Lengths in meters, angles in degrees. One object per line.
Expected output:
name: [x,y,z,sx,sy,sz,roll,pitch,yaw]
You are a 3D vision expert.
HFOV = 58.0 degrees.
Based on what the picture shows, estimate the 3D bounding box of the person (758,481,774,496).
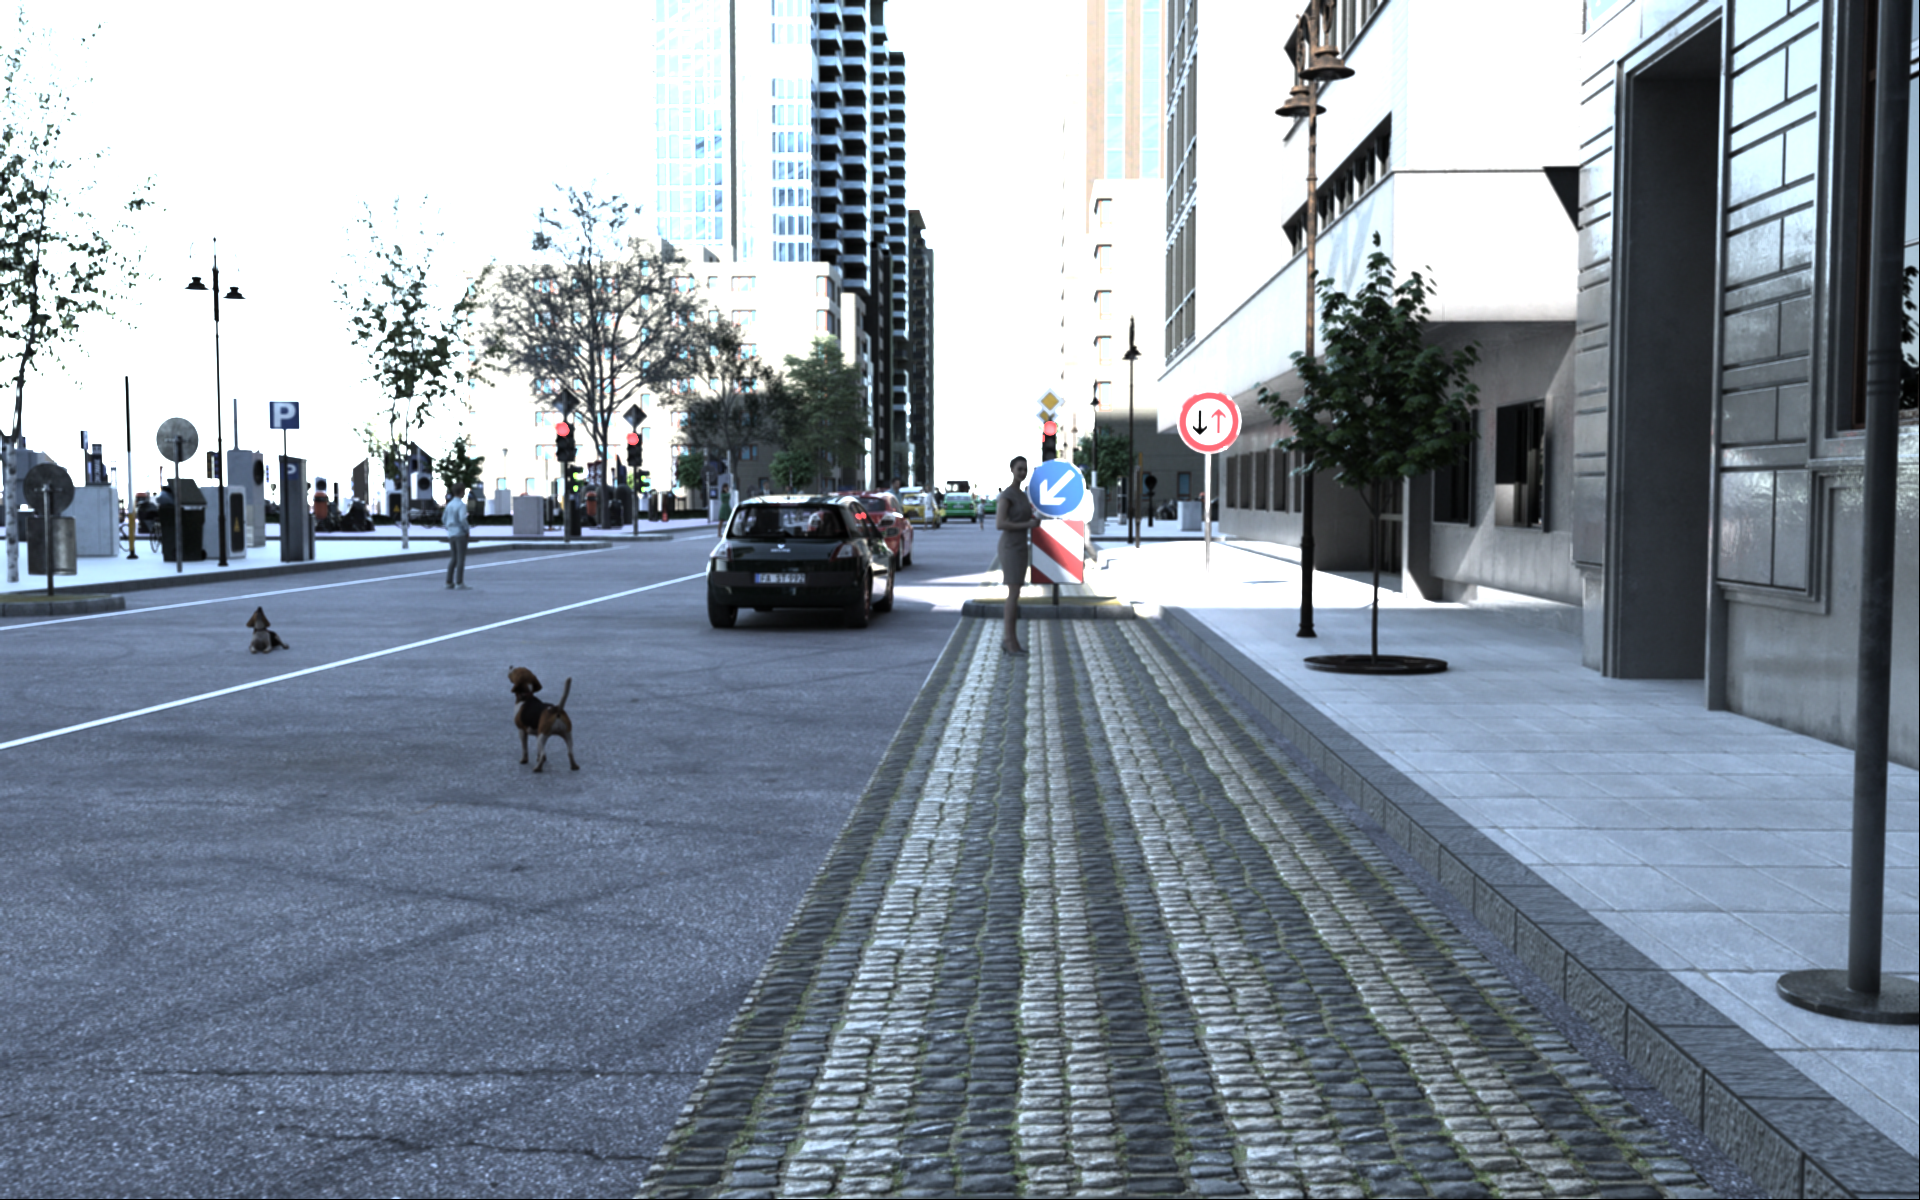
person: [-6.045,-2.827,54.495,0.659,1.850,0.755,-1,4,-16]

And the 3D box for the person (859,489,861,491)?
person: [-6.924,-6.790,119.852,0.374,1.781,0.599,2,4,29]

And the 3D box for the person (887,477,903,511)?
person: [-1.567,-1.927,40.021,0.620,1.820,0.660,2,4,27]

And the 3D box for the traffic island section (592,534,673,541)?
traffic island section: [-10.091,-1.928,53.800,2.009,0.180,2.903,0,4,2]

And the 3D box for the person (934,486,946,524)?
person: [-1.233,-4.479,81.947,0.699,1.804,1.509,-2,4,-25]

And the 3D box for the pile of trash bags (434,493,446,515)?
pile of trash bags: [-28.938,-5.345,97.135,1.912,1.369,3.447,-1,4,-8]

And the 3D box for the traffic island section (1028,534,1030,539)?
traffic island section: [2.690,-1.896,53.279,2.009,0.180,2.903,0,4,2]

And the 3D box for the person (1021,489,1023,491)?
person: [4.497,-7.294,127.734,0.794,1.824,0.713,-1,4,-23]

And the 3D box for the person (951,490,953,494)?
person: [-0.744,-8.039,140.469,0.617,1.759,0.750,-2,4,-35]

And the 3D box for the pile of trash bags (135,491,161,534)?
pile of trash bags: [-26.248,-2.887,56.952,3.447,1.369,1.912,3,4,36]

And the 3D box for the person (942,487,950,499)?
person: [-0.864,-6.123,108.381,0.659,1.850,0.755,1,4,19]

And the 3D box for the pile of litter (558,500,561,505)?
pile of litter: [-27.300,-6.352,117.824,1.719,0.858,1.176,0,4,4]

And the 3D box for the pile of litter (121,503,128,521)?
pile of litter: [-39.863,-4.133,81.537,1.176,0.858,1.719,2,4,26]

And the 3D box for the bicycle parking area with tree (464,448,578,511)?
bicycle parking area with tree: [-26.299,-7.399,107.978,8.231,4.147,9.016,2,4,35]

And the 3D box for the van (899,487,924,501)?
van: [-2.920,-5.747,100.969,2.013,2.044,4.112,0,4,3]

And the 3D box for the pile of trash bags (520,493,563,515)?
pile of trash bags: [-24.148,-5.586,101.080,3.447,1.369,1.912,1,4,15]

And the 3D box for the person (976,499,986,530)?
person: [0.844,-3.402,68.800,0.352,1.250,0.332,-1,4,-18]

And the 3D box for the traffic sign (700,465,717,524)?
traffic sign: [-10.895,-4.584,75.058,0.768,2.556,0.104,0,4,7]

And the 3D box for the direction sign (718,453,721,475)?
direction sign: [-13.420,-6.393,96.528,0.379,3.537,0.876,0,4,0]

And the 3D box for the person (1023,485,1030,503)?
person: [2.539,-3.576,67.233,0.793,1.790,0.793,0,4,5]

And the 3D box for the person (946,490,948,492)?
person: [-1.135,-7.101,125.268,0.598,1.740,0.731,0,3,0]

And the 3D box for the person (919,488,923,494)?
person: [-2.091,-5.090,92.469,0.760,1.731,0.466,-1,4,-17]

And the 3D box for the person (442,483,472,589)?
person: [-7.552,-0.966,26.097,0.330,1.601,0.589,-3,5,-41]

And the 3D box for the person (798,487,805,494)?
person: [-8.420,-5.101,92.029,0.709,1.813,0.853,3,5,44]

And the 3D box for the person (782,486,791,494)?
person: [-8.183,-4.463,81.388,0.836,1.842,0.656,0,4,1]

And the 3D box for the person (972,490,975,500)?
person: [1.291,-9.405,162.279,0.705,1.823,1.348,-1,4,-13]

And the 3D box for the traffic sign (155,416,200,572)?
traffic sign: [-12.801,-1.726,28.331,0.768,2.556,0.104,0,4,6]

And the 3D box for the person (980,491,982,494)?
person: [1.938,-9.539,165.175,0.721,1.736,1.217,-1,4,-21]

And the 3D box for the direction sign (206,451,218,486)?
direction sign: [-39.681,-6.114,91.957,0.379,3.537,0.876,1,4,19]

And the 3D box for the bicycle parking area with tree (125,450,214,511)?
bicycle parking area with tree: [-50.605,-7.847,115.304,9.016,4.147,8.231,-2,4,-30]

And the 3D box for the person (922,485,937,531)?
person: [-1.182,-3.593,67.599,0.624,1.780,0.694,0,3,0]

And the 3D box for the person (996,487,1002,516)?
person: [1.809,-4.023,74.840,0.480,1.755,0.524,2,4,34]

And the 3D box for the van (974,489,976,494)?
van: [1.074,-13.382,223.181,2.240,2.365,5.245,0,4,3]

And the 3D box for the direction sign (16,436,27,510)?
direction sign: [-36.388,-4.582,66.905,0.379,3.537,0.876,1,4,20]

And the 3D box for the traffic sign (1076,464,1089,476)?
traffic sign: [5.202,-4.503,73.730,0.768,2.556,0.104,0,4,4]

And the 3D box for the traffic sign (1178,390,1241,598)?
traffic sign: [3.071,-1.304,21.420,0.768,2.556,0.104,0,4,5]

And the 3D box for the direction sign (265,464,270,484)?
direction sign: [-52.375,-8.465,130.402,0.876,3.537,0.379,-3,5,-44]

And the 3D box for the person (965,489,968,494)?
person: [0.467,-6.434,113.977,0.520,1.790,0.573,2,4,32]

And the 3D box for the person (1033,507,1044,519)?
person: [2.958,-3.247,62.345,0.760,1.731,0.466,1,4,20]

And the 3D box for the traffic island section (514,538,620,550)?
traffic island section: [-10.414,-1.440,45.821,2.009,0.180,2.903,0,4,2]

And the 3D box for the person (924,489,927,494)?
person: [-2.351,-6.863,120.810,0.767,1.812,0.694,-1,4,-22]

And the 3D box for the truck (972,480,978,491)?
truck: [0.855,-15.017,241.459,3.469,3.379,9.791,0,4,2]

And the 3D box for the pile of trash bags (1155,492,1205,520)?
pile of trash bags: [11.259,-4.641,85.637,1.912,1.369,3.447,3,5,43]

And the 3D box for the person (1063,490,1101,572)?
person: [2.186,-1.405,31.961,0.515,1.767,0.782,-3,5,-43]

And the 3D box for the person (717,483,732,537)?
person: [-7.843,-3.005,57.873,0.529,1.795,0.600,0,4,5]

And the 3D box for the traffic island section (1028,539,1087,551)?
traffic island section: [2.366,-1.408,45.300,2.009,0.180,2.903,0,4,2]

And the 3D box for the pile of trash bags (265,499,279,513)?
pile of trash bags: [-33.626,-4.421,82.042,1.912,1.369,3.447,1,4,11]

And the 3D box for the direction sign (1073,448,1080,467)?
direction sign: [5.984,-5.729,85.668,0.876,3.537,0.379,-1,4,-20]

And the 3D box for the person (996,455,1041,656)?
person: [0.521,-0.406,15.485,0.374,1.781,0.599,2,4,25]

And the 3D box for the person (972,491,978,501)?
person: [1.387,-8.791,152.955,0.721,1.735,1.217,-3,5,-43]

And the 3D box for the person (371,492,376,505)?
person: [-71.780,-12.408,212.302,0.756,1.711,0.436,-1,4,-16]
